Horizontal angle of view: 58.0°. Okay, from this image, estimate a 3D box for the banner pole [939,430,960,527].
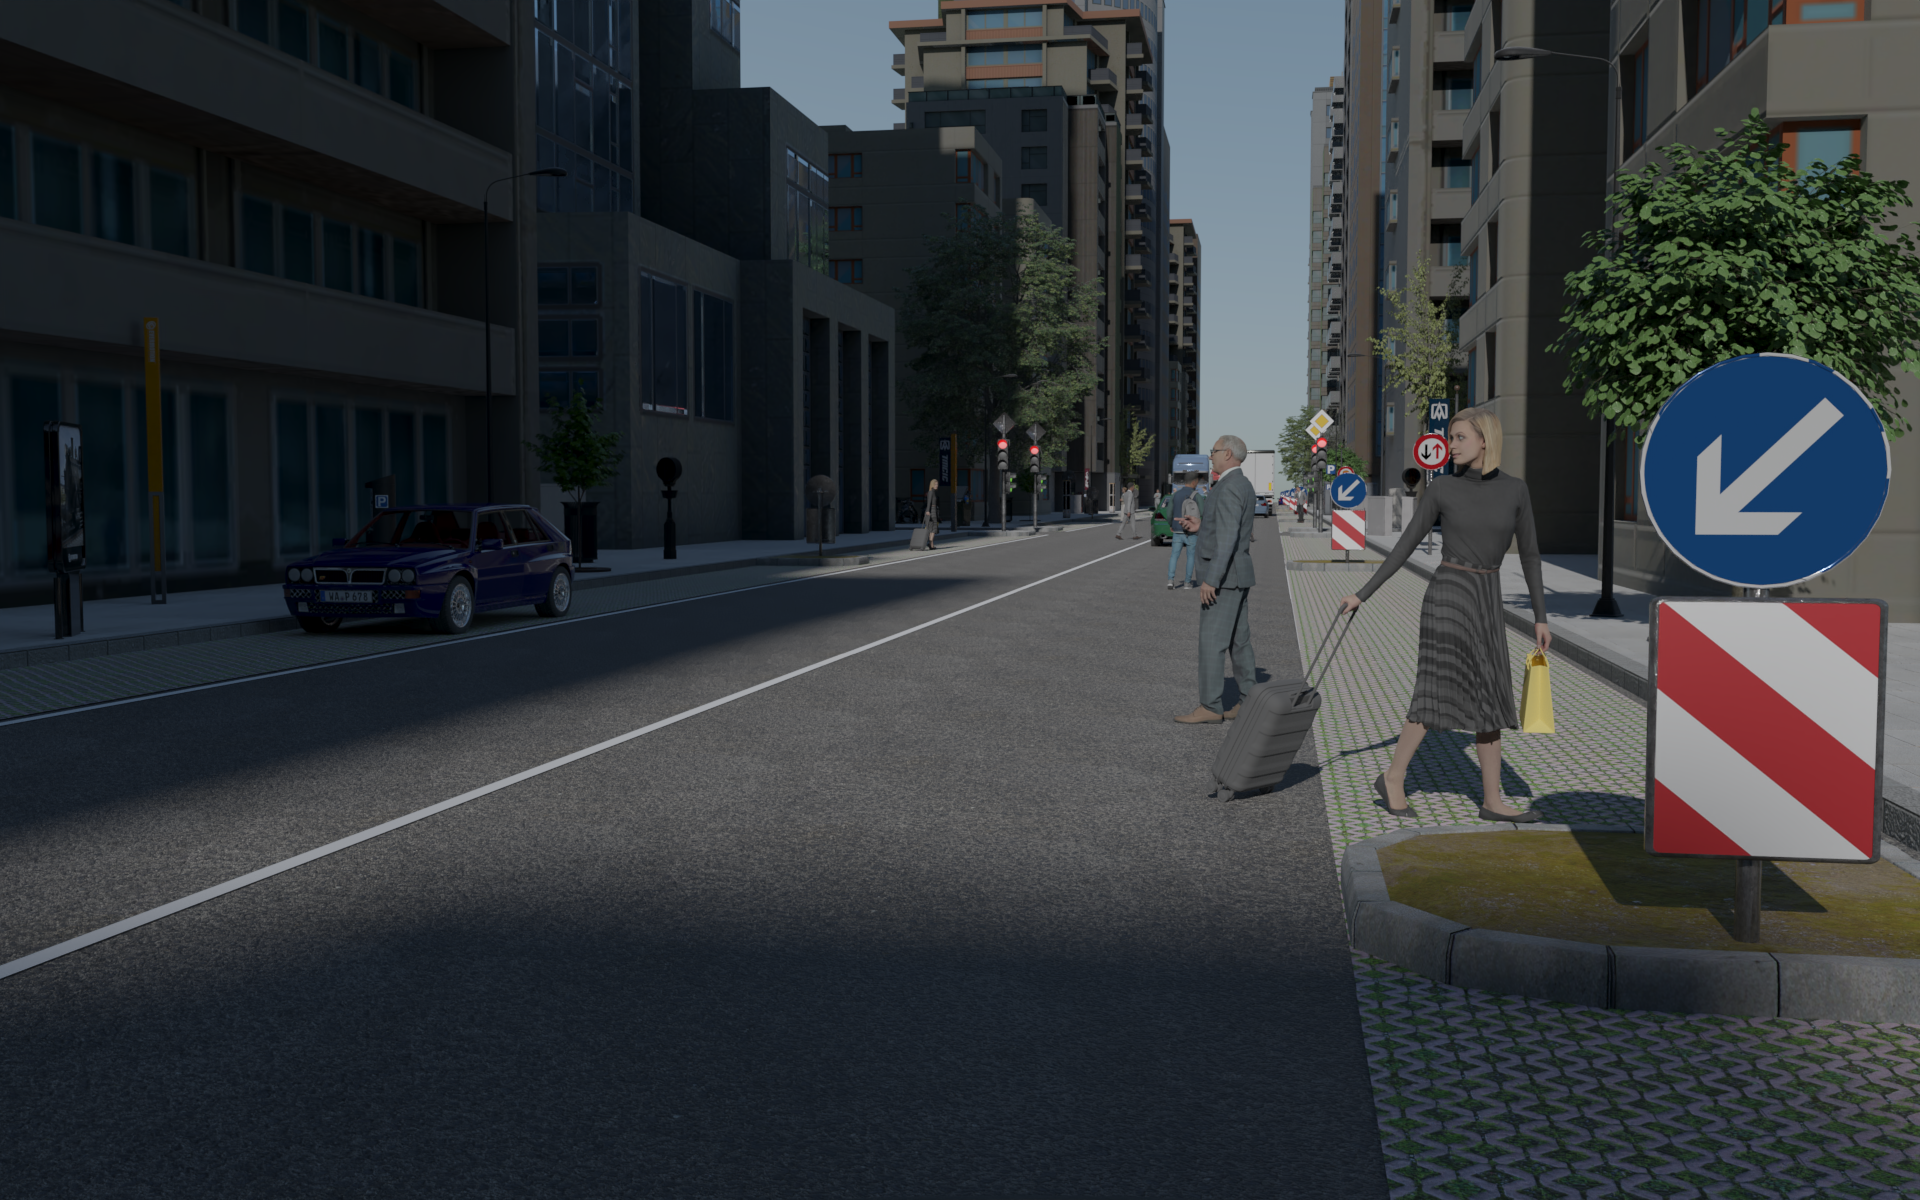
[{"bbox_3d":[-0.425,-4.726,67.289,0.863,3.779,0.401,1,4,12],"label":"banner pole"}]

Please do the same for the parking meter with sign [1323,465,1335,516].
[{"bbox_3d":[22.153,-6.601,104.194,0.543,3.016,1.738,0,4,3],"label":"parking meter with sign"}]

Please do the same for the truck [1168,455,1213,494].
[{"bbox_3d":[16.682,-8.184,123.563,2.967,4.110,18.799,1,4,9],"label":"truck"}]

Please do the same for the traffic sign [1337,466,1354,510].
[{"bbox_3d":[17.610,-4.831,79.092,0.768,2.556,0.104,1,4,12],"label":"traffic sign"}]

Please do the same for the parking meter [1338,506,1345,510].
[{"bbox_3d":[22.586,-5.929,102.643,0.399,1.863,0.255,3,5,45],"label":"parking meter"}]

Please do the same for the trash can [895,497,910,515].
[{"bbox_3d":[-2.608,-4.101,78.706,0.748,1.137,0.748,0,3,0],"label":"trash can"}]

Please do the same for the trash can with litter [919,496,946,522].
[{"bbox_3d":[-1.463,-4.293,81.255,1.678,1.210,2.233,3,4,37],"label":"trash can with litter"}]

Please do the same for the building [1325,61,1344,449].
[{"bbox_3d":[49.790,-34.288,180.216,23.786,49.044,30.456,1,4,10],"label":"building"}]

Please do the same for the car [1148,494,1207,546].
[{"bbox_3d":[6.330,-2.253,48.640,2.131,1.459,4.920,1,4,9],"label":"car"}]

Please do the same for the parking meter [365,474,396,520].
[{"bbox_3d":[-7.376,-0.835,22.066,0.372,1.533,0.369,0,3,0],"label":"parking meter"}]

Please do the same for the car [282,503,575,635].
[{"bbox_3d":[-5.676,-0.387,18.907,1.945,1.354,3.894,1,4,11],"label":"car"}]

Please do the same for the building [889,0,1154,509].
[{"bbox_3d":[5.839,-30.736,157.163,22.147,44.769,28.867,1,4,10],"label":"building"}]

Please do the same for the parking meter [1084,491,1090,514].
[{"bbox_3d":[8.270,-6.397,113.002,0.372,1.533,0.369,0,3,0],"label":"parking meter"}]

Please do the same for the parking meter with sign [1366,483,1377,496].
[{"bbox_3d":[27.553,-7.316,115.880,1.738,3.016,0.543,0,4,0],"label":"parking meter with sign"}]

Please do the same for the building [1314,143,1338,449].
[{"bbox_3d":[49.517,-31.804,203.596,14.154,41.232,14.086,1,4,10],"label":"building"}]

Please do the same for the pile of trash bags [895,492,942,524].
[{"bbox_3d":[-1.664,-4.031,75.658,1.912,1.369,3.447,1,4,11],"label":"pile of trash bags"}]

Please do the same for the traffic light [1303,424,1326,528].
[{"bbox_3d":[13.389,-4.673,65.330,0.839,4.253,0.868,1,4,10],"label":"traffic light"}]

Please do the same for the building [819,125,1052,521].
[{"bbox_3d":[-10.359,-15.495,98.381,27.650,21.520,28.899,1,4,10],"label":"building"}]

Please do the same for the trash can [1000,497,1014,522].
[{"bbox_3d":[2.085,-4.116,78.947,0.748,1.137,0.748,0,3,0],"label":"trash can"}]

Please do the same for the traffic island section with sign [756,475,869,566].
[{"bbox_3d":[-2.920,-1.624,35.175,1.989,1.847,2.006,1,4,10],"label":"traffic island section with sign"}]

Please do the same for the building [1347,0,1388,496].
[{"bbox_3d":[36.367,-29.278,128.805,14.600,45.320,14.200,1,4,10],"label":"building"}]

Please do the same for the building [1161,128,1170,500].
[{"bbox_3d":[17.466,-33.979,205.674,14.600,45.320,14.200,1,4,10],"label":"building"}]

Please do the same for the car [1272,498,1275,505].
[{"bbox_3d":[26.893,-8.870,154.057,2.155,1.783,4.494,1,4,11],"label":"car"}]

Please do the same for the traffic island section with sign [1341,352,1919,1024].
[{"bbox_3d":[2.288,0.182,5.654,1.989,1.847,2.006,1,4,10],"label":"traffic island section with sign"}]

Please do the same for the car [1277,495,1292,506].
[{"bbox_3d":[36.481,-11.086,193.837,1.945,1.354,3.894,1,4,10],"label":"car"}]

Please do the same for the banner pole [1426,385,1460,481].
[{"bbox_3d":[11.196,-3.053,39.934,0.863,3.779,0.401,0,4,2],"label":"banner pole"}]

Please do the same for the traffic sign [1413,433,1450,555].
[{"bbox_3d":[9.881,-2.216,36.337,0.768,2.556,0.104,1,4,12],"label":"traffic sign"}]

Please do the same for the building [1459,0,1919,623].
[{"bbox_3d":[24.157,-11.223,28.538,27.650,21.520,28.899,1,4,10],"label":"building"}]

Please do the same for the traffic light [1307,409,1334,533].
[{"bbox_3d":[11.967,-4.193,57.472,0.839,4.253,0.868,1,4,10],"label":"traffic light"}]

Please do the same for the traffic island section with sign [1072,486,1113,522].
[{"bbox_3d":[6.841,-4.923,89.114,1.989,1.847,2.006,1,4,10],"label":"traffic island section with sign"}]

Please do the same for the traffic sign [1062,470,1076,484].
[{"bbox_3d":[5.802,-5.665,92.733,0.768,2.556,0.104,1,4,20],"label":"traffic sign"}]

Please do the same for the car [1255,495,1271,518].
[{"bbox_3d":[17.653,-5.631,104.064,2.014,1.417,4.499,1,4,9],"label":"car"}]

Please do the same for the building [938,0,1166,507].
[{"bbox_3d":[10.269,-39.331,185.059,21.231,58.520,28.212,1,4,10],"label":"building"}]

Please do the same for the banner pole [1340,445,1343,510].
[{"bbox_3d":[19.613,-6.060,89.100,0.401,3.779,0.863,1,4,13],"label":"banner pole"}]

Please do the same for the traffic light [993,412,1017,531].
[{"bbox_3d":[1.522,-4.307,59.339,0.839,4.253,0.868,1,4,10],"label":"traffic light"}]

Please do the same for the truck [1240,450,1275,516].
[{"bbox_3d":[19.590,-7.751,115.642,2.839,4.237,11.283,1,4,9],"label":"truck"}]

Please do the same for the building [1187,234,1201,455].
[{"bbox_3d":[32.887,-39.096,289.332,14.600,45.320,14.200,1,4,10],"label":"building"}]

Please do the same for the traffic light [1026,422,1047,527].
[{"bbox_3d":[2.944,-4.788,67.197,0.839,4.253,0.868,1,4,10],"label":"traffic light"}]

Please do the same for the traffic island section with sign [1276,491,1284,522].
[{"bbox_3d":[17.143,-4.840,87.756,1.989,1.847,2.006,1,4,10],"label":"traffic island section with sign"}]

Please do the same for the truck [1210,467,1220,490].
[{"bbox_3d":[27.914,-11.954,184.356,2.839,4.237,11.283,1,4,10],"label":"truck"}]

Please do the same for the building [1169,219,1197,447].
[{"bbox_3d":[25.203,-37.570,268.893,22.147,44.769,28.867,1,4,10],"label":"building"}]

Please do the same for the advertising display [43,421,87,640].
[{"bbox_3d":[-8.074,-0.638,15.650,0.123,1.923,0.974,-1,4,-15],"label":"advertising display"}]

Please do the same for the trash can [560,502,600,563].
[{"bbox_3d":[-7.077,-1.264,32.319,0.748,1.137,0.748,0,3,0],"label":"trash can"}]

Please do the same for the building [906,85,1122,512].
[{"bbox_3d":[4.170,-21.708,126.627,14.160,30.474,14.107,1,4,10],"label":"building"}]

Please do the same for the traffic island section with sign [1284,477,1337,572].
[{"bbox_3d":[7.184,-1.472,32.688,1.989,1.847,2.006,1,4,10],"label":"traffic island section with sign"}]

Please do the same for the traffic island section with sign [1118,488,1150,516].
[{"bbox_3d":[11.650,-6.545,115.638,1.989,1.847,2.006,1,4,10],"label":"traffic island section with sign"}]

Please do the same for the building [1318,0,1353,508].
[{"bbox_3d":[42.849,-43.831,154.893,20.563,71.187,20.611,1,4,10],"label":"building"}]

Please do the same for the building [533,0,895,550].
[{"bbox_3d":[-19.506,-45.086,49.820,31.000,86.520,22.319,1,4,10],"label":"building"}]

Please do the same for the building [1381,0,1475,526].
[{"bbox_3d":[29.718,-27.632,75.483,21.600,48.544,21.300,1,4,10],"label":"building"}]

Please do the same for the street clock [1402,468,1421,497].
[{"bbox_3d":[12.404,-2.634,47.639,0.471,2.002,0.358,0,4,-5],"label":"street clock"}]

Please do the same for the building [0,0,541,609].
[{"bbox_3d":[-19.898,-24.321,21.352,21.300,48.544,21.600,1,4,10],"label":"building"}]

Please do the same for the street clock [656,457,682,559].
[{"bbox_3d":[-5.717,-1.805,34.086,0.471,2.002,0.358,2,4,26],"label":"street clock"}]
